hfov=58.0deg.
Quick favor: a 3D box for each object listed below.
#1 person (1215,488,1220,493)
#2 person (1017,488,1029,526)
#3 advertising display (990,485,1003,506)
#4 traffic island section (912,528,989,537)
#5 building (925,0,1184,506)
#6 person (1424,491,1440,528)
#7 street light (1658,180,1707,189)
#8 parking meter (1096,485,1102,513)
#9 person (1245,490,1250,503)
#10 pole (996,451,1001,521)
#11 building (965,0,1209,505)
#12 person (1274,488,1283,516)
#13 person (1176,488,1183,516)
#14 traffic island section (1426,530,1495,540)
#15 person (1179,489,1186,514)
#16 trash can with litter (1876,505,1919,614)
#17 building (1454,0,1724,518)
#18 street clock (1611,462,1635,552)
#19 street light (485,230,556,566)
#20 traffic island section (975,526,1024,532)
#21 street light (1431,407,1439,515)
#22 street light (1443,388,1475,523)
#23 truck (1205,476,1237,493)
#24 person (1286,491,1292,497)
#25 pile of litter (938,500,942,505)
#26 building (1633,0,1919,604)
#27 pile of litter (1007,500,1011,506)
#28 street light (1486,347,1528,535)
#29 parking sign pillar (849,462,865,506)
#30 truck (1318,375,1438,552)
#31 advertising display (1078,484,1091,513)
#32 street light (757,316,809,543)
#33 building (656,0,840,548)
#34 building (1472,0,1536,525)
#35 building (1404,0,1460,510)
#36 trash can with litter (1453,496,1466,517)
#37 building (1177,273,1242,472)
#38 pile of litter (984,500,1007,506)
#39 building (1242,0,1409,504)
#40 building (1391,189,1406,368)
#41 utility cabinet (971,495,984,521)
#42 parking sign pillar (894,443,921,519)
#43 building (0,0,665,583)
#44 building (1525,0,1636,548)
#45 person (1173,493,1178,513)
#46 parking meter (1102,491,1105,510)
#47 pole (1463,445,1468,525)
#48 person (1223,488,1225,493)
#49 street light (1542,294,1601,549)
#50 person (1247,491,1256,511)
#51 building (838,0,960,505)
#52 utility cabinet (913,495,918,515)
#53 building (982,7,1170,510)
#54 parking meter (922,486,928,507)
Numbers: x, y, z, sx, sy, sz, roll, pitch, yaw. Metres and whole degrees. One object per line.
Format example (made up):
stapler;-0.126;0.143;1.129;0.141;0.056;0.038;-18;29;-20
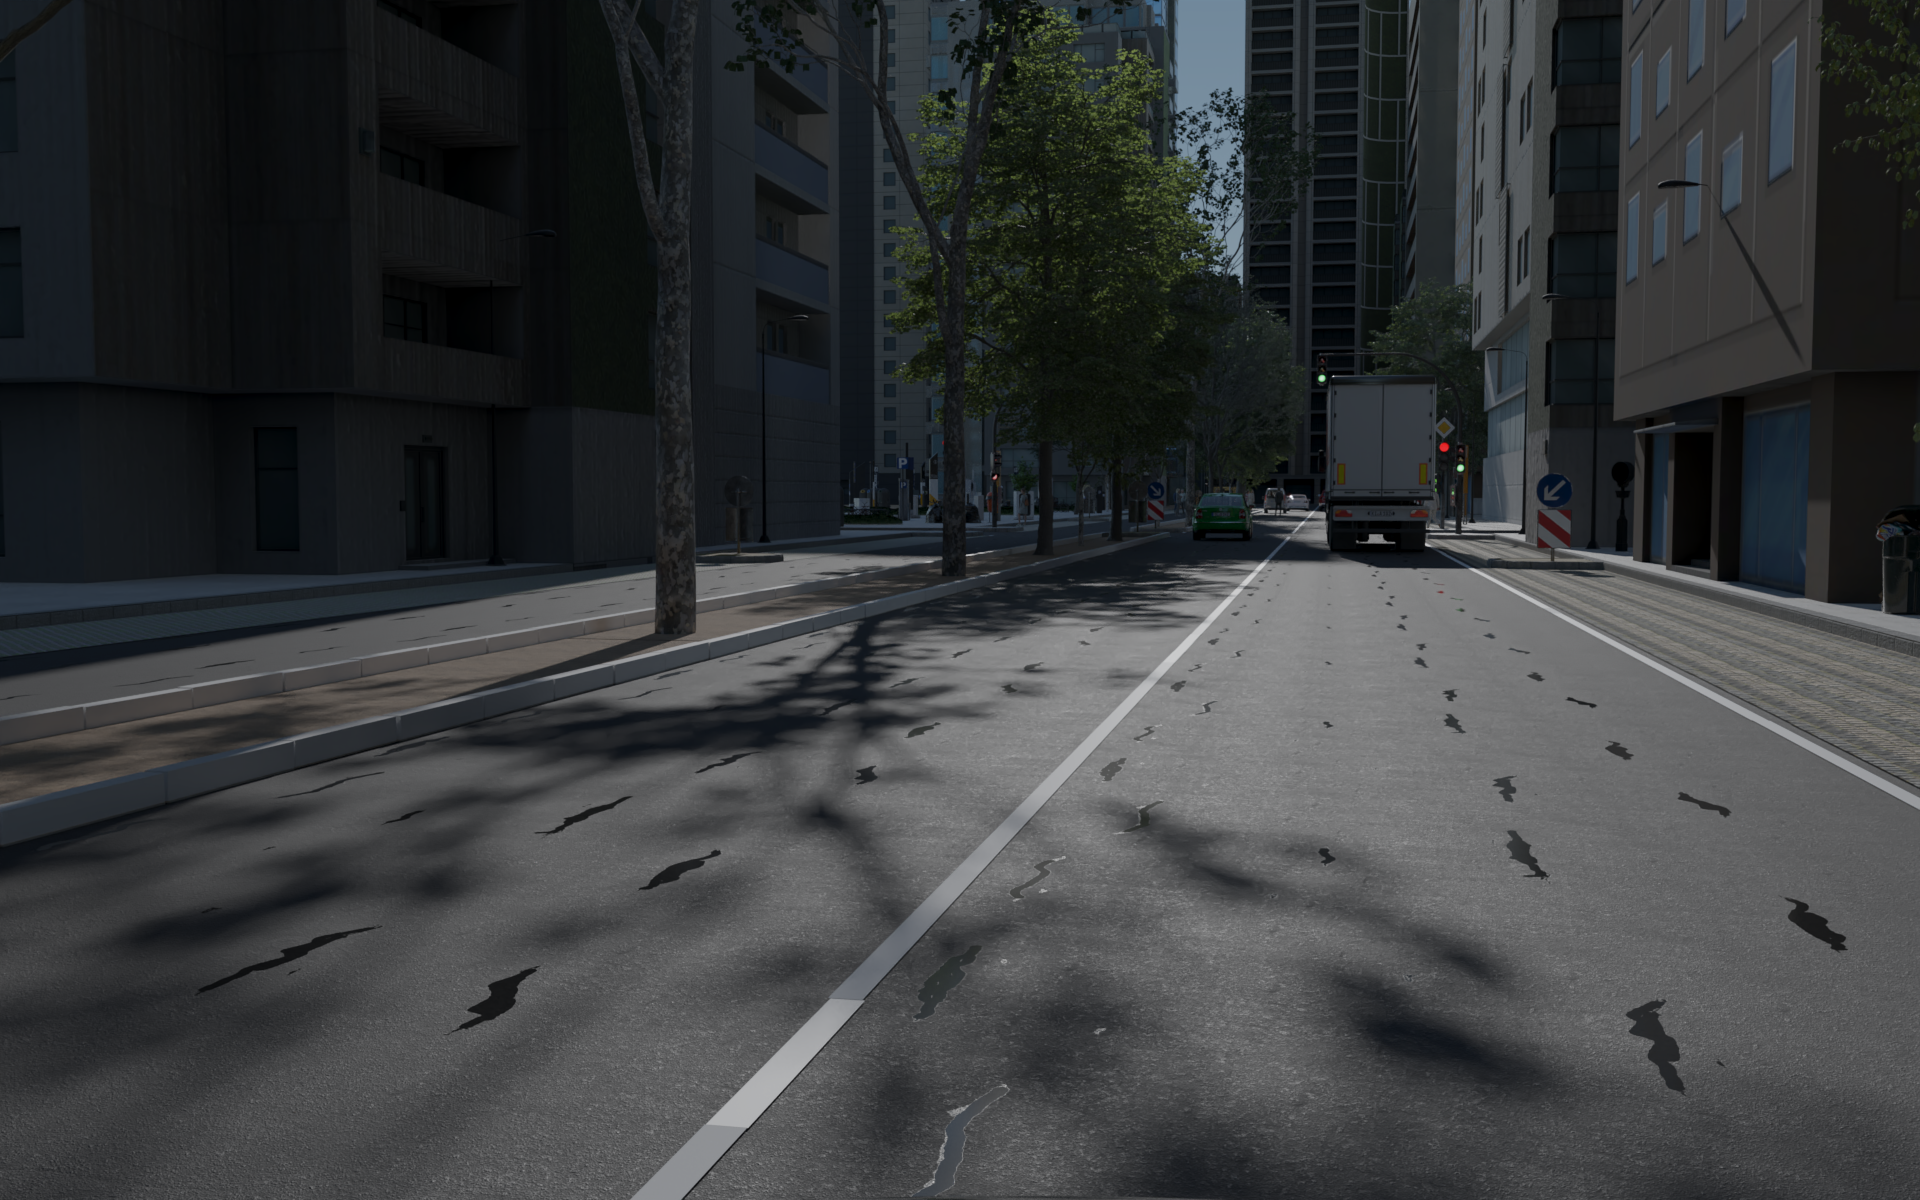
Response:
person;15.790;-5.940;105.804;0.709;1.800;0.728;2;4;28
person;2.792;-4.087;76.325;0.522;1.701;0.512;2;4;34
advertising display;2.639;-7.279;124.217;0.974;1.923;0.123;-2;4;-23
traffic island section;-0.359;-2.240;58.912;2.009;0.180;2.903;1;4;12
building;9.613;-33.731;171.108;23.786;49.044;30.456;1;4;12
person;18.039;-3.527;66.045;0.514;1.842;0.818;-2;4;-31
street light;11.016;-3.250;25.674;1.470;5.913;1.316;1;4;12
parking meter;9.227;-6.680;114.922;0.399;1.863;0.255;0;4;-8
person;21.812;-7.481;131.647;0.643;1.720;0.563;-1;4;-23
pole;1.814;-5.366;81.576;0.158;3.312;0.155;0;3;0
building;13.643;-54.655;206.284;31.000;86.520;22.319;1;4;12
person;20.710;-6.391;112.775;0.659;1.850;0.755;-1;4;-12
person;14.178;-6.312;111.885;0.526;1.800;0.537;2;4;32
traffic island section;15.964;-2.027;55.429;2.009;0.180;2.903;1;4;12
person;15.970;-7.057;124.373;0.782;1.767;0.515;3;5;43
trash can with litter;10.157;-0.450;18.740;0.624;1.170;1.055;1;4;18
building;39.965;-28.293;112.698;14.600;45.320;14.200;1;4;12
street clock;14.777;-2.083;38.630;0.358;2.002;0.471;-2;4;-31
street light;-7.777;-3.557;30.701;1.470;5.913;1.316;1;4;12
traffic island section;1.311;-2.718;66.721;2.009;0.180;2.903;1;4;12
street light;25.151;-7.258;91.207;1.470;5.913;1.316;1;4;12
street light;21.998;-6.337;76.154;1.470;5.913;1.316;1;4;12
truck;24.404;-9.973;158.976;3.469;3.379;9.791;1;4;11
person;38.737;-11.938;203.618;1.348;1.831;0.705;0;4;-3
pile of litter;-1.863;-7.686;139.627;1.176;0.858;1.719;-3;5;-42
building;17.982;-22.875;24.111;14.600;45.320;14.200;1;4;12
pile of litter;3.860;-7.469;136.075;1.719;0.858;1.176;0;4;1
street light;17.348;-5.036;54.880;1.470;5.913;1.316;1;4;12
parking sign pillar;-8.594;-9.561;144.786;1.447;3.967;1.447;-1;4;-13
truck;11.086;-3.520;46.466;2.839;4.237;11.283;1;4;11
advertising display;8.267;-6.716;115.015;0.974;1.923;0.123;2;4;32
street light;-4.620;-4.450;45.306;1.470;5.913;1.316;1;4;12
building;-18.363;-31.119;50.801;28.212;58.520;21.231;1;4;12
building;36.151;-29.531;72.064;27.495;52.752;28.713;1;4;12
building;48.916;-31.927;145.711;21.300;48.544;21.600;1;4;12
trash can with litter;27.947;-5.218;96.701;0.624;1.170;1.055;-1;4;-17
building;30.128;-28.041;230.179;14.107;30.474;14.160;1;4;12
pile of litter;2.374;-7.201;131.704;1.719;0.858;1.176;-1;4;-15
building;48.196;-48.337;228.557;20.611;71.187;20.563;1;4;12
building;48.826;-24.037;164.709;14.160;30.474;14.107;1;4;12
utility cabinet;0.909;-4.459;84.068;0.306;1.237;1.020;-1;4;-11
parking sign pillar;-2.800;-6.298;91.441;1.447;3.967;1.447;-1;4;-14
building;-14.417;-15.823;30.407;14.160;30.474;14.107;1;4;12
building;22.495;-16.790;46.214;14.160;30.474;14.107;1;4;12
person;16.483;-7.528;131.761;0.721;1.800;0.419;-3;5;-40
parking meter;11.197;-7.783;135.657;0.372;1.533;0.369;0;3;0
pole;21.132;-4.804;72.391;0.158;3.312;0.155;0;3;0
person;16.994;-6.308;111.907;0.678;1.792;0.850;2;4;25
street light;14.213;-4.142;40.271;1.470;5.913;1.316;1;4;12
person;21.874;-7.433;130.389;0.694;1.780;0.624;2;4;35
building;-11.748;-47.305;211.694;20.611;71.187;20.563;1;4;12
utility cabinet;-2.848;-5.149;95.355;1.020;1.237;0.306;1;4;18
building;10.138;-28.424;148.331;14.154;41.232;14.086;1;4;12
parking meter;-2.471;-7.109;121.943;0.255;1.863;0.399;-2;4;-27
